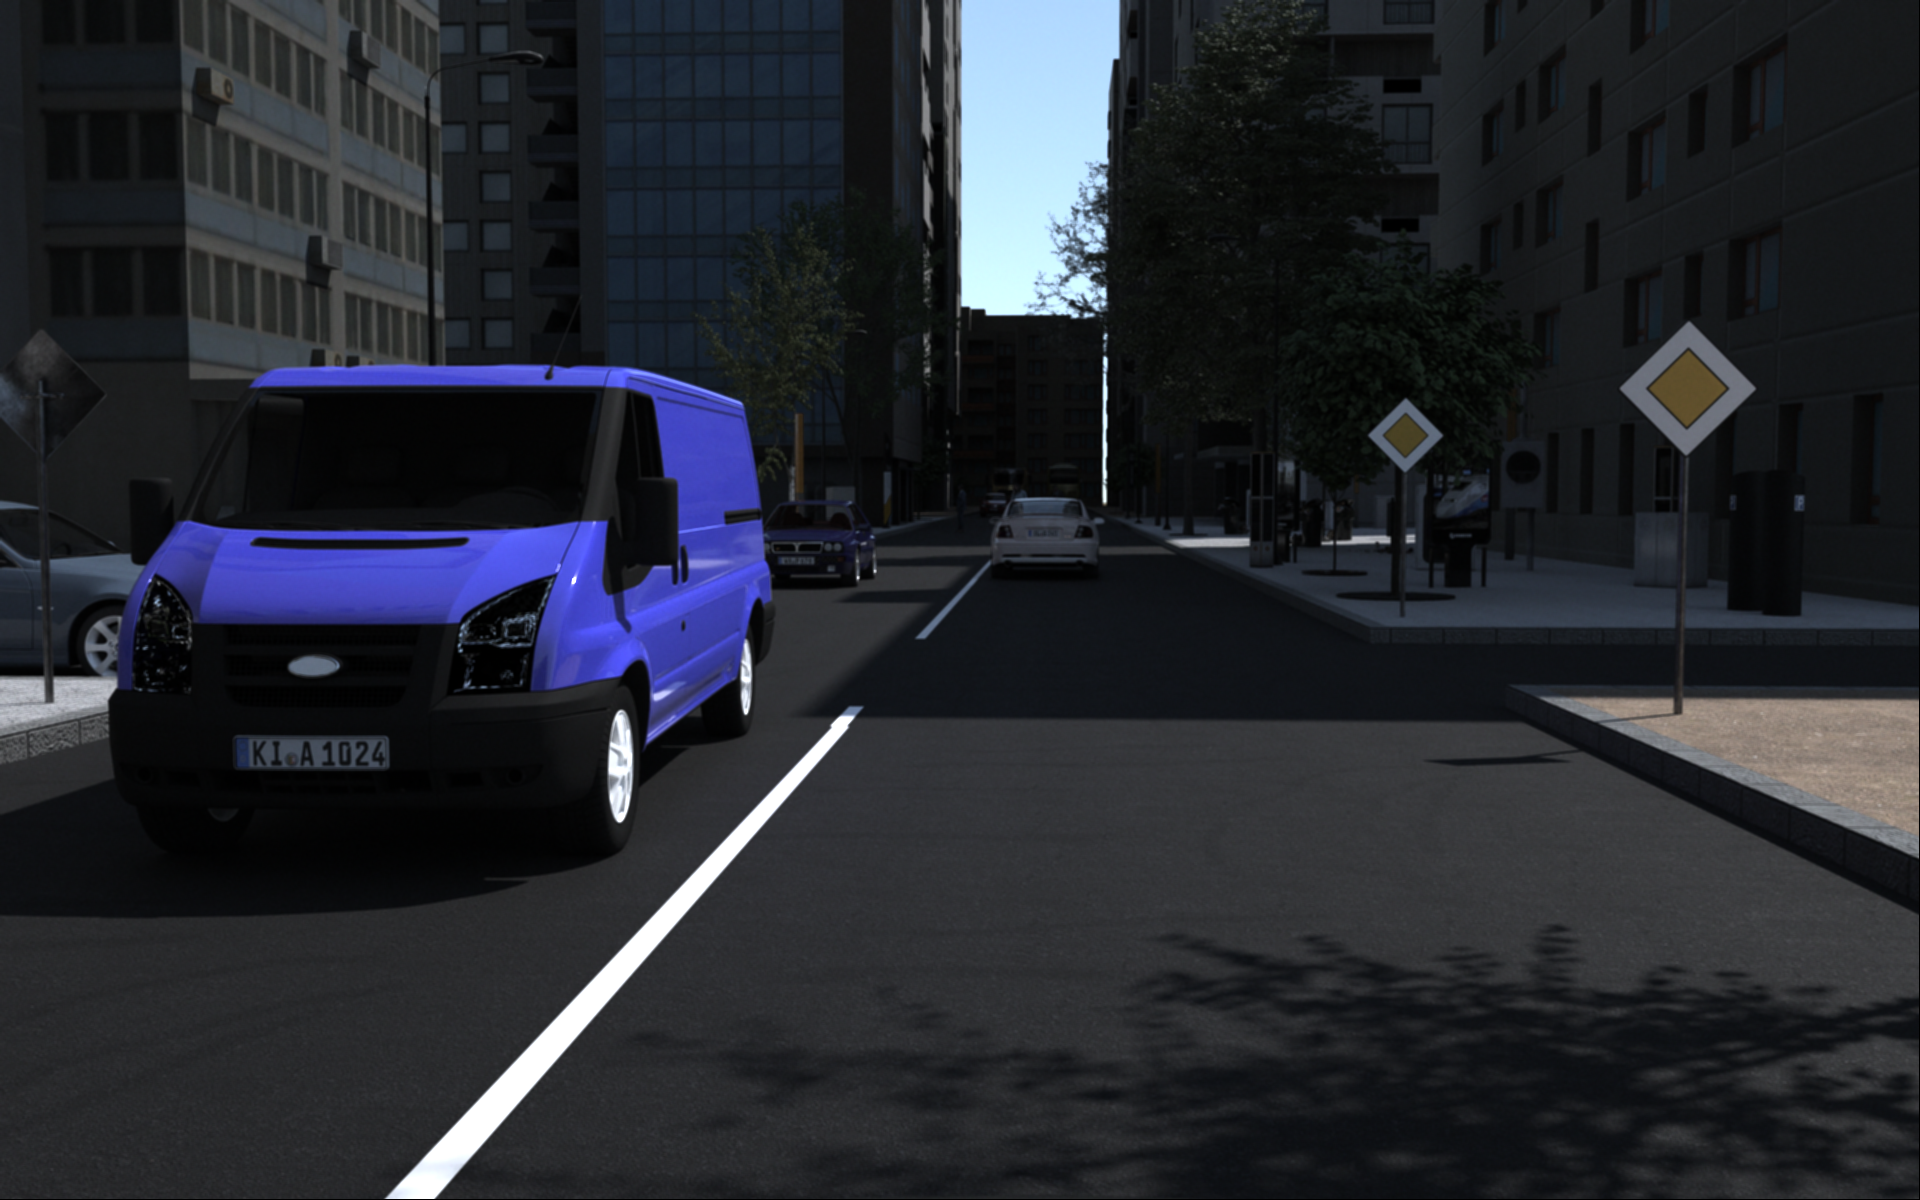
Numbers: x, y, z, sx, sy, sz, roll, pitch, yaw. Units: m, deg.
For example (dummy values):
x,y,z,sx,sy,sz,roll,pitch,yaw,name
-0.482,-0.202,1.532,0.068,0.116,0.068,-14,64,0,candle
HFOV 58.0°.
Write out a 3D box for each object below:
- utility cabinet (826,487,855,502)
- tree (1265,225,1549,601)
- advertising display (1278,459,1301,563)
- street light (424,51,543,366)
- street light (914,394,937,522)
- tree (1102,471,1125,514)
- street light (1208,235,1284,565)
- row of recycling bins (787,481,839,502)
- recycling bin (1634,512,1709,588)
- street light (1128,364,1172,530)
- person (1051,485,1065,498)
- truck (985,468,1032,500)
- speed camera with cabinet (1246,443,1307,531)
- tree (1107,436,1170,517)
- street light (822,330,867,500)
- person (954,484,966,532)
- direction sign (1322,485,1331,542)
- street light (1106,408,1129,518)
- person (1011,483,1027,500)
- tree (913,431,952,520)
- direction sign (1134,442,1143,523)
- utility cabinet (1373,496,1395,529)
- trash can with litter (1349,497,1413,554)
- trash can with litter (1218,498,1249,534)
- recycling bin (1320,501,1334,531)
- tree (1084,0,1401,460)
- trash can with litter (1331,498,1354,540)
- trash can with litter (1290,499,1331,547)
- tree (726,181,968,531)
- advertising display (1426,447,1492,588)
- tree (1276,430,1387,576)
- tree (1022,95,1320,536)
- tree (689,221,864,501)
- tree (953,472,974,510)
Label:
x,y,z,sx,sy,sz,roll,pitch,yaw,name
-3.605,-2.653,52.057,0.318,1.500,1.173,2,4,29,utility cabinet
5.399,-2.296,21.261,4.285,4.588,4.351,0,3,0,tree
6.077,-1.675,32.599,0.123,1.923,0.974,-1,4,-22,advertising display
-5.074,-2.803,18.371,1.470,5.913,1.316,0,4,3,street light
-1.746,-6.613,80.655,1.470,5.913,1.316,0,4,3,street light
10.204,-7.340,114.617,1.663,3.219,1.824,0,3,0,tree
5.135,-3.584,31.147,1.470,5.913,1.316,0,4,3,street light
-4.838,-3.054,57.041,1.069,1.692,3.534,-2,4,-24,row of recycling bins
9.841,-0.698,23.961,0.722,1.027,0.722,-3,4,-37,recycling bin
6.905,-5.476,62.080,1.470,5.913,1.316,0,4,3,street light
4.407,-4.249,77.773,0.655,1.846,0.447,1,4,16,person
3.888,-8.380,132.937,3.469,3.379,9.791,0,4,4,truck
10.953,-4.016,59.995,2.038,3.252,0.660,3,4,37,speed camera with cabinet
9.785,-6.868,95.999,4.285,4.588,4.351,0,3,0,tree
-3.344,-4.695,49.306,1.470,5.913,1.316,0,4,3,street light
0.039,-3.468,65.385,0.419,1.800,0.721,-1,4,-9,person
9.794,-3.338,46.574,0.876,3.537,0.379,3,5,44,direction sign
8.504,-7.369,93.022,1.470,5.913,1.316,0,4,3,street light
2.056,-3.042,58.506,0.793,1.790,0.793,0,4,-5,person
-2.793,-6.651,92.461,4.285,4.588,4.351,0,3,0,tree
7.856,-5.144,76.109,0.379,3.537,0.876,0,4,1,direction sign
15.877,-3.245,64.221,1.020,1.237,0.306,0,4,-8,utility cabinet
9.354,-1.642,37.903,1.678,1.210,2.233,1,4,14,trash can with litter
8.712,-2.668,55.002,0.624,1.170,1.055,3,5,41,trash can with litter
12.866,-2.974,61.175,0.722,1.027,0.722,2,4,31,recycling bin
6.598,-7.449,39.914,7.486,12.596,7.792,0,3,0,tree
10.498,-2.246,48.108,0.624,1.170,1.055,-1,4,-17,trash can with litter
8.347,-1.871,41.970,0.624,1.170,1.055,-2,4,-26,trash can with litter
-3.726,-8.160,59.175,9.928,11.665,9.643,0,3,0,tree
6.856,-1.137,23.802,0.974,1.923,0.123,-1,4,-19,advertising display
6.092,-2.010,27.471,1.663,3.219,1.824,0,3,0,tree
7.009,-8.737,53.212,12.009,13.543,11.850,0,3,0,tree
-4.742,-5.864,46.233,4.737,8.622,4.395,0,3,0,tree
0.013,-8.796,138.408,1.663,3.219,1.824,0,3,0,tree
